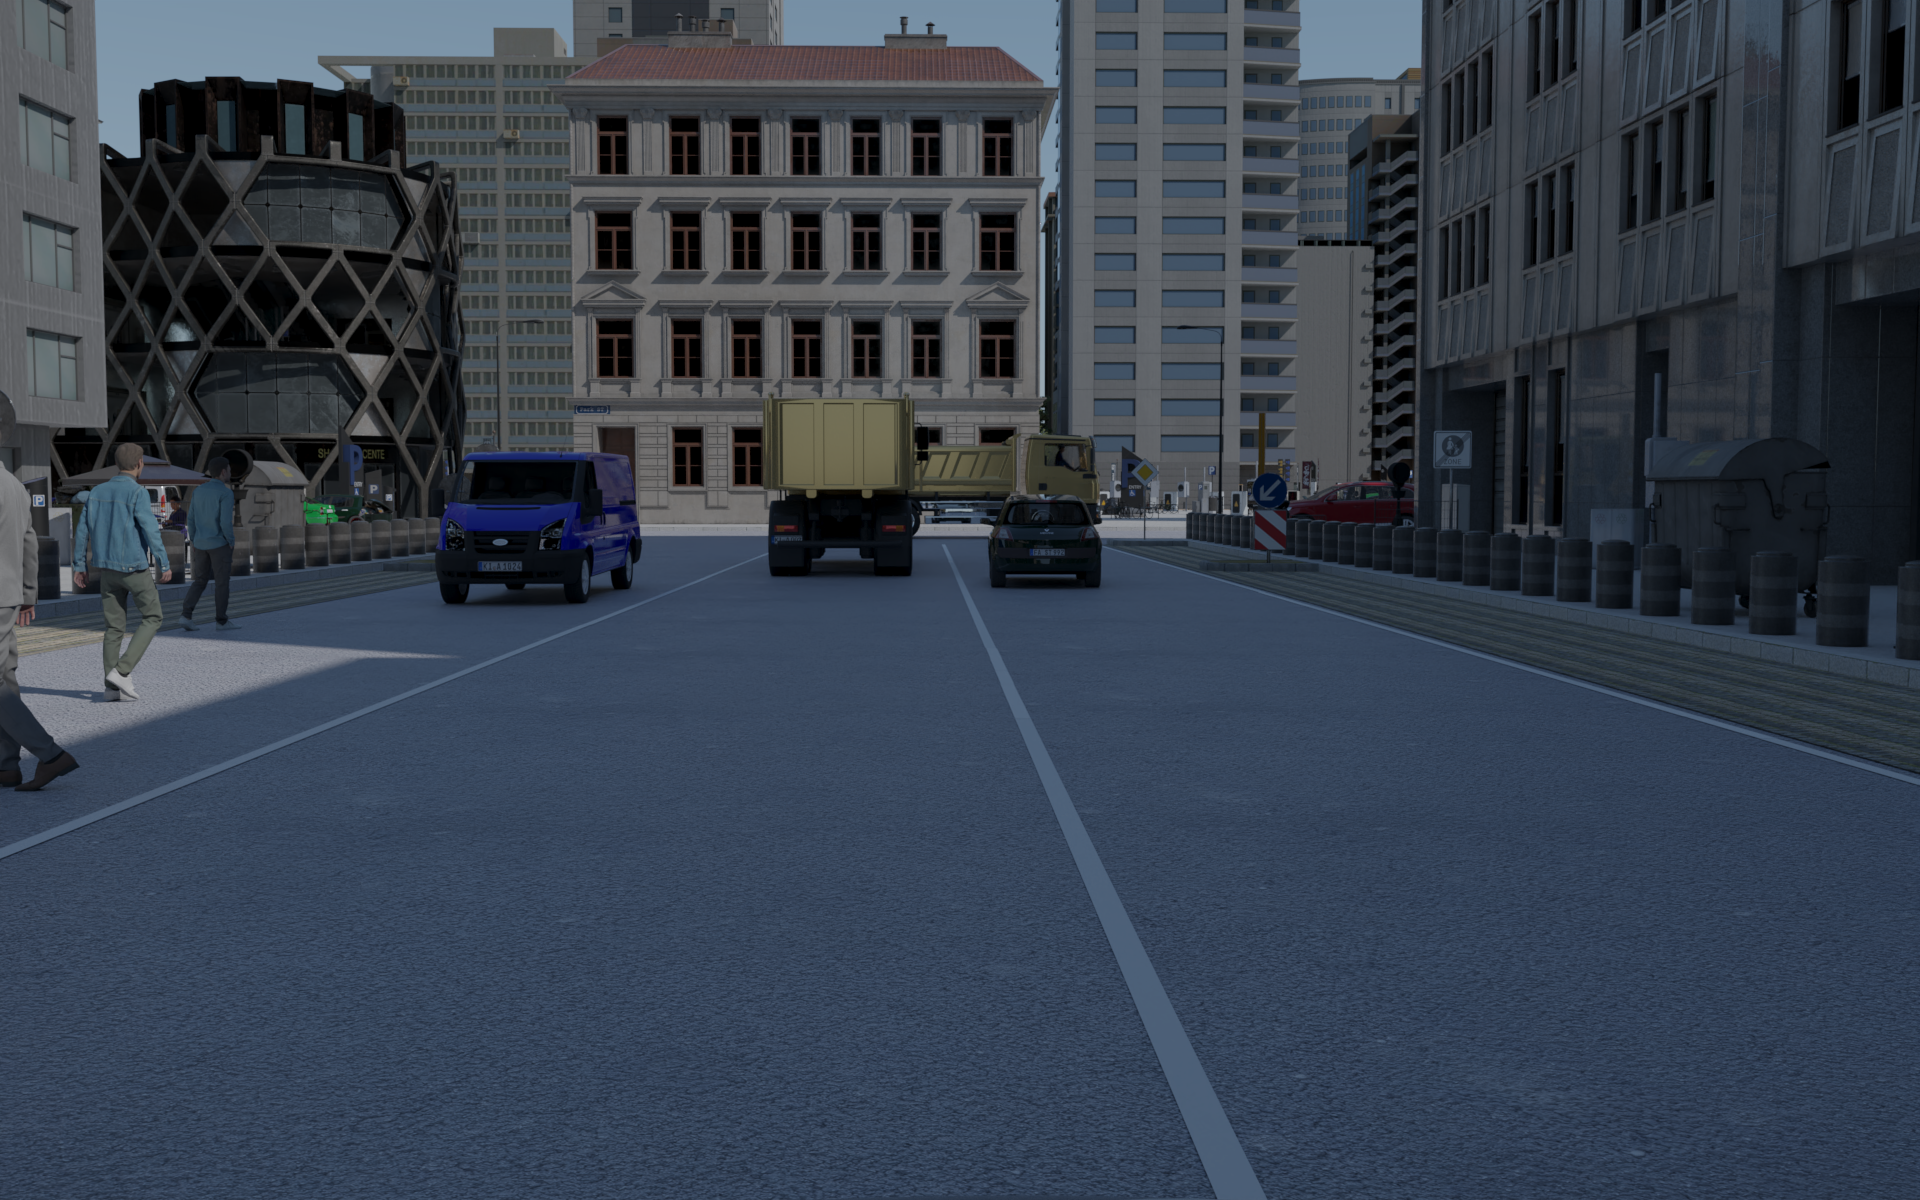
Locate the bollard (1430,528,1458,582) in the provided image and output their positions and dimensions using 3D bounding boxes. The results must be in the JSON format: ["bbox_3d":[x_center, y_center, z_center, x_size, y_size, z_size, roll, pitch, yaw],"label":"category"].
[{"bbox_3d":[7.232,-0.661,25.521,0.404,0.777,0.398,0,3,0],"label":"bollard"}]

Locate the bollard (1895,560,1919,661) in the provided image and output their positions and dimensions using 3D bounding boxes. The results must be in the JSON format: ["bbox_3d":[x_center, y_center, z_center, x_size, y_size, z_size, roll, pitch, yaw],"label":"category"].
[{"bbox_3d":[7.508,0.077,13.462,0.404,0.777,0.398,0,3,0],"label":"bollard"}]

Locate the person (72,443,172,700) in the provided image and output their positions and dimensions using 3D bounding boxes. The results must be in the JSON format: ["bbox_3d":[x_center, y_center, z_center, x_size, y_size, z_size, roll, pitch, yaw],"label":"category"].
[{"bbox_3d":[-5.800,-0.192,11.975,0.601,1.785,0.444,1,4,18],"label":"person"}]

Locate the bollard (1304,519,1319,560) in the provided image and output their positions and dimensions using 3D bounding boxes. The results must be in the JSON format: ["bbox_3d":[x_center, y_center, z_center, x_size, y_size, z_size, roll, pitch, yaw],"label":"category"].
[{"bbox_3d":[7.041,-1.178,33.976,0.404,0.777,0.398,0,3,0],"label":"bollard"}]

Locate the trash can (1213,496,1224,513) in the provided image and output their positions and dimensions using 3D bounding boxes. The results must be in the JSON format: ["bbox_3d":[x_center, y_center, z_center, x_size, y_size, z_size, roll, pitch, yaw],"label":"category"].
[{"bbox_3d":[17.215,-6.337,115.265,0.748,1.137,0.748,0,3,0],"label":"trash can"}]

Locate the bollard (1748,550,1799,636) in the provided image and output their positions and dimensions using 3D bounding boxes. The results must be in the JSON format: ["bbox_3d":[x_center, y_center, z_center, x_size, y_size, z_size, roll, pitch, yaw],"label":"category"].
[{"bbox_3d":[7.454,-0.071,15.871,0.404,0.777,0.398,0,3,0],"label":"bollard"}]

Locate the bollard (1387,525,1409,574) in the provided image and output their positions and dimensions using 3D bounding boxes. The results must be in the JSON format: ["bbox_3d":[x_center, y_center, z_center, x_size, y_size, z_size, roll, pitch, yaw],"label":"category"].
[{"bbox_3d":[7.179,-0.808,27.934,0.404,0.777,0.398,0,3,0],"label":"bollard"}]

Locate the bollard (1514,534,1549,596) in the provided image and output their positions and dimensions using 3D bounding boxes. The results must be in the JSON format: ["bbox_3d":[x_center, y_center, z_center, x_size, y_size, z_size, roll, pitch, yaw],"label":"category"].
[{"bbox_3d":[7.316,-0.440,21.906,0.404,0.777,0.398,0,3,0],"label":"bollard"}]

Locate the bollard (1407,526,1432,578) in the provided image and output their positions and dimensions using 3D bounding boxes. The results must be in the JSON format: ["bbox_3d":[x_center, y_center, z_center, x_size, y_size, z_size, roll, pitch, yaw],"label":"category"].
[{"bbox_3d":[7.206,-0.735,26.733,0.404,0.777,0.398,0,3,0],"label":"bollard"}]

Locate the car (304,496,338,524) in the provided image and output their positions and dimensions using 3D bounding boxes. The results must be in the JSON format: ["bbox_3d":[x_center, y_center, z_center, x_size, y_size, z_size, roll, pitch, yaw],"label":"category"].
[{"bbox_3d":[-25.171,-3.319,63.067,4.718,1.807,1.959,0,4,0],"label":"car"}]

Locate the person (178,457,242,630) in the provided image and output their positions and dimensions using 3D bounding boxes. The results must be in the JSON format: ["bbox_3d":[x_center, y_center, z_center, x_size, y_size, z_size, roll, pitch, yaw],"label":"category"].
[{"bbox_3d":[-7.911,-0.593,18.210,0.660,1.820,0.620,1,4,21],"label":"person"}]

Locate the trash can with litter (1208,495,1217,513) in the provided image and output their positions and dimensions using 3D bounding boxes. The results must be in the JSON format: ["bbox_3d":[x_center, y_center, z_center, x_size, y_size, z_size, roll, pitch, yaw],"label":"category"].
[{"bbox_3d":[18.804,-7.731,137.457,2.233,1.210,1.678,2,4,30],"label":"trash can with litter"}]

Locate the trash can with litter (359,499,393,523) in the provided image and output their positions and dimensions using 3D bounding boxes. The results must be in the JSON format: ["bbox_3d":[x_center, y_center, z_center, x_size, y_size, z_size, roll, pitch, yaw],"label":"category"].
[{"bbox_3d":[-12.874,-1.678,38.816,0.624,1.170,1.055,2,4,30],"label":"trash can with litter"}]

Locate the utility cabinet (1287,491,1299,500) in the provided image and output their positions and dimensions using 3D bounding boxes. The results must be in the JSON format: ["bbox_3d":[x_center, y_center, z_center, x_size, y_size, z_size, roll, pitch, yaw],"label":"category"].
[{"bbox_3d":[21.909,-6.470,114.470,1.173,1.500,0.318,-2,4,-35],"label":"utility cabinet"}]

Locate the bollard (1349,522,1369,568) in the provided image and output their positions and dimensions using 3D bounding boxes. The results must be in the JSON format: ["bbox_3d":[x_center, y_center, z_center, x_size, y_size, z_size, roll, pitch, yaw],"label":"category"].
[{"bbox_3d":[7.122,-0.956,30.352,0.404,0.777,0.398,0,3,0],"label":"bollard"}]

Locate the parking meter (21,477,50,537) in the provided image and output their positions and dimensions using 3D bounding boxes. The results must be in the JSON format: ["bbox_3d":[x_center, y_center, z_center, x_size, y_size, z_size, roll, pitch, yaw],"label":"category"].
[{"bbox_3d":[-13.321,-1.011,24.935,0.372,1.533,0.369,0,3,0],"label":"parking meter"}]

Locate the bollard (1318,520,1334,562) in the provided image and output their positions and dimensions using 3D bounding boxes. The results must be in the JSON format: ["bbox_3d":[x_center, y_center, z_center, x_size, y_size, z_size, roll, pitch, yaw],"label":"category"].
[{"bbox_3d":[7.069,-1.104,32.773,0.404,0.777,0.398,0,3,0],"label":"bollard"}]

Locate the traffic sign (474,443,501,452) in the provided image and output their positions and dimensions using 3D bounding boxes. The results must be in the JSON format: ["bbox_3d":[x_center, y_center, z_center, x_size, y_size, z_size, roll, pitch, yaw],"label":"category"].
[{"bbox_3d":[-11.888,-2.658,43.563,0.768,2.556,0.104,0,4,0],"label":"traffic sign"}]

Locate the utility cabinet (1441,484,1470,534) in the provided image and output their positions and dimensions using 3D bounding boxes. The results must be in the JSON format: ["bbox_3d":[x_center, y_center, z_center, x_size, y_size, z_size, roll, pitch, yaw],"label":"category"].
[{"bbox_3d":[10.895,-1.796,38.044,0.318,1.500,1.173,0,4,0],"label":"utility cabinet"}]

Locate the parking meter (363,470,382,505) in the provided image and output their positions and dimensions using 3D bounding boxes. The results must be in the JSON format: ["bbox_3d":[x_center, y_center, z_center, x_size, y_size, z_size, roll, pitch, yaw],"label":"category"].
[{"bbox_3d":[-13.913,-2.161,41.046,0.399,1.863,0.255,-2,4,-24],"label":"parking meter"}]

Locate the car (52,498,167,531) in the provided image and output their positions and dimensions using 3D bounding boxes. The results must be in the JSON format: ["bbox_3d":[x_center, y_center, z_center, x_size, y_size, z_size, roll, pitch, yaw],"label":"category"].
[{"bbox_3d":[-26.652,-2.498,53.416,3.894,1.354,1.945,0,3,0],"label":"car"}]

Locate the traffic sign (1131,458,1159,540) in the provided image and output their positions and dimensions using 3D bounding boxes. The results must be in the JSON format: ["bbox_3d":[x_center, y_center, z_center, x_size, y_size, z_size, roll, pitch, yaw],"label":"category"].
[{"bbox_3d":[5.186,-2.751,48.623,0.795,2.450,0.064,0,4,-1],"label":"traffic sign"}]

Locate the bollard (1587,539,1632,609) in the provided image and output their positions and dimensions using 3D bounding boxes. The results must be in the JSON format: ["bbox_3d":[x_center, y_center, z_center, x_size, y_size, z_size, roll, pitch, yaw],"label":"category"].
[{"bbox_3d":[7.375,-0.293,19.504,0.404,0.777,0.398,0,3,0],"label":"bollard"}]

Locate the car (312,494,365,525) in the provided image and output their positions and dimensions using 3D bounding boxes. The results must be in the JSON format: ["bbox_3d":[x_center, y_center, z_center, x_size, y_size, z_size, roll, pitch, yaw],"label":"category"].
[{"bbox_3d":[-23.925,-3.410,65.538,4.222,1.686,2.009,0,4,0],"label":"car"}]

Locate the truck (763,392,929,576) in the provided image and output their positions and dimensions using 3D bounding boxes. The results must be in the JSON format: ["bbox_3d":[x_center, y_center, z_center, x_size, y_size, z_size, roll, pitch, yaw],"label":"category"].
[{"bbox_3d":[-2.245,-2.325,33.937,3.469,3.379,9.791,0,4,-2],"label":"truck"}]

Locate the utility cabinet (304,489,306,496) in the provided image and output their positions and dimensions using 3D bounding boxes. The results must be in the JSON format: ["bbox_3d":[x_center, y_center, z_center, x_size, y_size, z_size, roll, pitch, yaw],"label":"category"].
[{"bbox_3d":[-27.000,-3.778,70.445,0.318,1.500,1.173,-3,5,-44],"label":"utility cabinet"}]

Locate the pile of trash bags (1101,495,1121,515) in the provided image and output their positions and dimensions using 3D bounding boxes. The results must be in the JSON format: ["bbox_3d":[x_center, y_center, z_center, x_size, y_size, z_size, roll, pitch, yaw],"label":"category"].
[{"bbox_3d":[9.926,-5.921,106.559,1.912,1.369,3.447,1,4,20],"label":"pile of trash bags"}]

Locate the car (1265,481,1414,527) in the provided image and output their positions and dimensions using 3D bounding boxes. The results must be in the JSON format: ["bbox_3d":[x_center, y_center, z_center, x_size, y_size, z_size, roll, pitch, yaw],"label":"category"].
[{"bbox_3d":[11.881,-2.710,52.975,5.304,1.827,2.281,0,4,-2],"label":"car"}]

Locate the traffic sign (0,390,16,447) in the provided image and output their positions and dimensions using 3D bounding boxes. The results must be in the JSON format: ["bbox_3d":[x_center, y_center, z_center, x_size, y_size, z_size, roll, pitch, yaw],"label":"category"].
[{"bbox_3d":[-11.399,-1.232,20.253,0.768,2.556,0.104,0,4,5],"label":"traffic sign"}]

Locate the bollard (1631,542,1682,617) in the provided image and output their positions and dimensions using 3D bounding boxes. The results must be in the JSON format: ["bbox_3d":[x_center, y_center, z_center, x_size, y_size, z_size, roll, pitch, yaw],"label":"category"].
[{"bbox_3d":[7.400,-0.219,18.295,0.404,0.777,0.398,0,3,0],"label":"bollard"}]

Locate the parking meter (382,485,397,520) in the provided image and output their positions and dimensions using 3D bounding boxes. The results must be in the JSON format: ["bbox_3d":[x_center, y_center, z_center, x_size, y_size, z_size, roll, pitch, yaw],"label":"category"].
[{"bbox_3d":[-15.569,-2.376,47.265,0.372,1.533,0.369,0,3,0],"label":"parking meter"}]

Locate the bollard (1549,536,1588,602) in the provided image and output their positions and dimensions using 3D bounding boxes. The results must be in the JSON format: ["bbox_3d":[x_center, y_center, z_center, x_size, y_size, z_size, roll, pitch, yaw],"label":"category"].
[{"bbox_3d":[7.346,-0.366,20.705,0.404,0.777,0.398,0,3,0],"label":"bollard"}]

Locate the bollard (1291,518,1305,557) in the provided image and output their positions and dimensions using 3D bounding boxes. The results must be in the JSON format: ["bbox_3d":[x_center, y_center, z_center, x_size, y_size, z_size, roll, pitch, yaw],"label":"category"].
[{"bbox_3d":[7.017,-1.252,35.187,0.404,0.777,0.398,0,3,0],"label":"bollard"}]

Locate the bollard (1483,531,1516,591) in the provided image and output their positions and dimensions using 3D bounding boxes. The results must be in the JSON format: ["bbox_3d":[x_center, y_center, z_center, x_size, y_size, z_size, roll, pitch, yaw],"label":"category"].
[{"bbox_3d":[7.285,-0.513,23.112,0.404,0.777,0.398,0,3,0],"label":"bollard"}]

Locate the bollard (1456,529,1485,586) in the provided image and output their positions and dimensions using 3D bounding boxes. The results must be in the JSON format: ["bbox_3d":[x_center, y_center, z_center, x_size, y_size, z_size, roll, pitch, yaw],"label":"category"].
[{"bbox_3d":[7.266,-0.587,24.313,0.404,0.777,0.398,0,3,0],"label":"bollard"}]

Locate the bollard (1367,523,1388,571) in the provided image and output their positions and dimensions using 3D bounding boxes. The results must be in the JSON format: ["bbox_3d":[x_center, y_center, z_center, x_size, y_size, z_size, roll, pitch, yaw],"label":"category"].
[{"bbox_3d":[7.152,-0.882,29.136,0.404,0.777,0.398,0,3,0],"label":"bollard"}]

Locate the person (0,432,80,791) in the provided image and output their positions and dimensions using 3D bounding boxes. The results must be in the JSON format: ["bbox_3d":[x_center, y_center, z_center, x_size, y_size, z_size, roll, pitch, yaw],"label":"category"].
[{"bbox_3d":[-4.739,0.012,8.417,0.853,1.813,0.709,-1,4,-14],"label":"person"}]

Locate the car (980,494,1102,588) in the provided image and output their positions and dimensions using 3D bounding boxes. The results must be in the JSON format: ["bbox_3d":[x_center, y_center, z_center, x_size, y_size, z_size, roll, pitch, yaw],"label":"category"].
[{"bbox_3d":[1.327,-1.110,27.933,2.009,1.686,4.222,0,4,1],"label":"car"}]

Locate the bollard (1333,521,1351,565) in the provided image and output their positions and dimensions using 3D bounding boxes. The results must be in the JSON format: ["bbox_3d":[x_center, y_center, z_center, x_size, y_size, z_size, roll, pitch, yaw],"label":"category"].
[{"bbox_3d":[7.095,-1.030,31.564,0.404,0.777,0.398,0,3,0],"label":"bollard"}]

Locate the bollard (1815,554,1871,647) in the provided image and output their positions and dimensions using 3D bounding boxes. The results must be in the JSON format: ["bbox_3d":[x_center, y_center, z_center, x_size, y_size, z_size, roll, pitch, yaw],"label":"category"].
[{"bbox_3d":[7.479,0.003,14.666,0.404,0.777,0.398,0,3,0],"label":"bollard"}]

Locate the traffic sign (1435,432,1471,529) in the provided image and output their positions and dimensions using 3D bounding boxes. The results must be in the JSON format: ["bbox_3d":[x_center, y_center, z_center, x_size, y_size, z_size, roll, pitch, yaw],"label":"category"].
[{"bbox_3d":[7.977,-1.590,28.124,0.606,2.300,0.079,0,4,0],"label":"traffic sign"}]

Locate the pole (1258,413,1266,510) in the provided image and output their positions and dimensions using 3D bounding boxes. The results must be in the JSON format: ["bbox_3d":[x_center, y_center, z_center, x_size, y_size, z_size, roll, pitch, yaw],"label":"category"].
[{"bbox_3d":[7.610,-3.049,43.696,0.158,3.312,0.155,0,3,0],"label":"pole"}]

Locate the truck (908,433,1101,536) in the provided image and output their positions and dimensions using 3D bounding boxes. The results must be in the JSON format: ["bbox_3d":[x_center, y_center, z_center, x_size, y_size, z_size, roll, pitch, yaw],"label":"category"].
[{"bbox_3d":[0.494,-3.702,56.445,9.791,3.379,3.469,0,4,-2],"label":"truck"}]

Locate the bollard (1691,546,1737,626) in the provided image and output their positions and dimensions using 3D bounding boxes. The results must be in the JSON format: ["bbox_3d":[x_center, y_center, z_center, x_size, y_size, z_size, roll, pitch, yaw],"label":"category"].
[{"bbox_3d":[7.429,-0.144,17.072,0.404,0.777,0.398,0,3,0],"label":"bollard"}]

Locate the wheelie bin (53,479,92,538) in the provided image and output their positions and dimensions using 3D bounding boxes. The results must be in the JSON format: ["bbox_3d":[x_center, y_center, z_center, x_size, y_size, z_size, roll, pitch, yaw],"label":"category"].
[{"bbox_3d":[-18.820,-1.772,36.884,0.980,1.594,0.693,0,4,1],"label":"wheelie bin"}]

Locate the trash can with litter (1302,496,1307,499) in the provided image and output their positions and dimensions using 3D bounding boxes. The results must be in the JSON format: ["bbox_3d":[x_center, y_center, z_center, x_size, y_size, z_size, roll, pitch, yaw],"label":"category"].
[{"bbox_3d":[22.807,-6.216,113.014,1.055,1.170,0.624,3,5,40],"label":"trash can with litter"}]

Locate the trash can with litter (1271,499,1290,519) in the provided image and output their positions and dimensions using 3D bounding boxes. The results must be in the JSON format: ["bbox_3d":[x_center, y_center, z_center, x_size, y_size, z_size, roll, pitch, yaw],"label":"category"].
[{"bbox_3d":[7.542,-1.852,41.661,0.624,1.170,1.055,0,4,-8],"label":"trash can with litter"}]
